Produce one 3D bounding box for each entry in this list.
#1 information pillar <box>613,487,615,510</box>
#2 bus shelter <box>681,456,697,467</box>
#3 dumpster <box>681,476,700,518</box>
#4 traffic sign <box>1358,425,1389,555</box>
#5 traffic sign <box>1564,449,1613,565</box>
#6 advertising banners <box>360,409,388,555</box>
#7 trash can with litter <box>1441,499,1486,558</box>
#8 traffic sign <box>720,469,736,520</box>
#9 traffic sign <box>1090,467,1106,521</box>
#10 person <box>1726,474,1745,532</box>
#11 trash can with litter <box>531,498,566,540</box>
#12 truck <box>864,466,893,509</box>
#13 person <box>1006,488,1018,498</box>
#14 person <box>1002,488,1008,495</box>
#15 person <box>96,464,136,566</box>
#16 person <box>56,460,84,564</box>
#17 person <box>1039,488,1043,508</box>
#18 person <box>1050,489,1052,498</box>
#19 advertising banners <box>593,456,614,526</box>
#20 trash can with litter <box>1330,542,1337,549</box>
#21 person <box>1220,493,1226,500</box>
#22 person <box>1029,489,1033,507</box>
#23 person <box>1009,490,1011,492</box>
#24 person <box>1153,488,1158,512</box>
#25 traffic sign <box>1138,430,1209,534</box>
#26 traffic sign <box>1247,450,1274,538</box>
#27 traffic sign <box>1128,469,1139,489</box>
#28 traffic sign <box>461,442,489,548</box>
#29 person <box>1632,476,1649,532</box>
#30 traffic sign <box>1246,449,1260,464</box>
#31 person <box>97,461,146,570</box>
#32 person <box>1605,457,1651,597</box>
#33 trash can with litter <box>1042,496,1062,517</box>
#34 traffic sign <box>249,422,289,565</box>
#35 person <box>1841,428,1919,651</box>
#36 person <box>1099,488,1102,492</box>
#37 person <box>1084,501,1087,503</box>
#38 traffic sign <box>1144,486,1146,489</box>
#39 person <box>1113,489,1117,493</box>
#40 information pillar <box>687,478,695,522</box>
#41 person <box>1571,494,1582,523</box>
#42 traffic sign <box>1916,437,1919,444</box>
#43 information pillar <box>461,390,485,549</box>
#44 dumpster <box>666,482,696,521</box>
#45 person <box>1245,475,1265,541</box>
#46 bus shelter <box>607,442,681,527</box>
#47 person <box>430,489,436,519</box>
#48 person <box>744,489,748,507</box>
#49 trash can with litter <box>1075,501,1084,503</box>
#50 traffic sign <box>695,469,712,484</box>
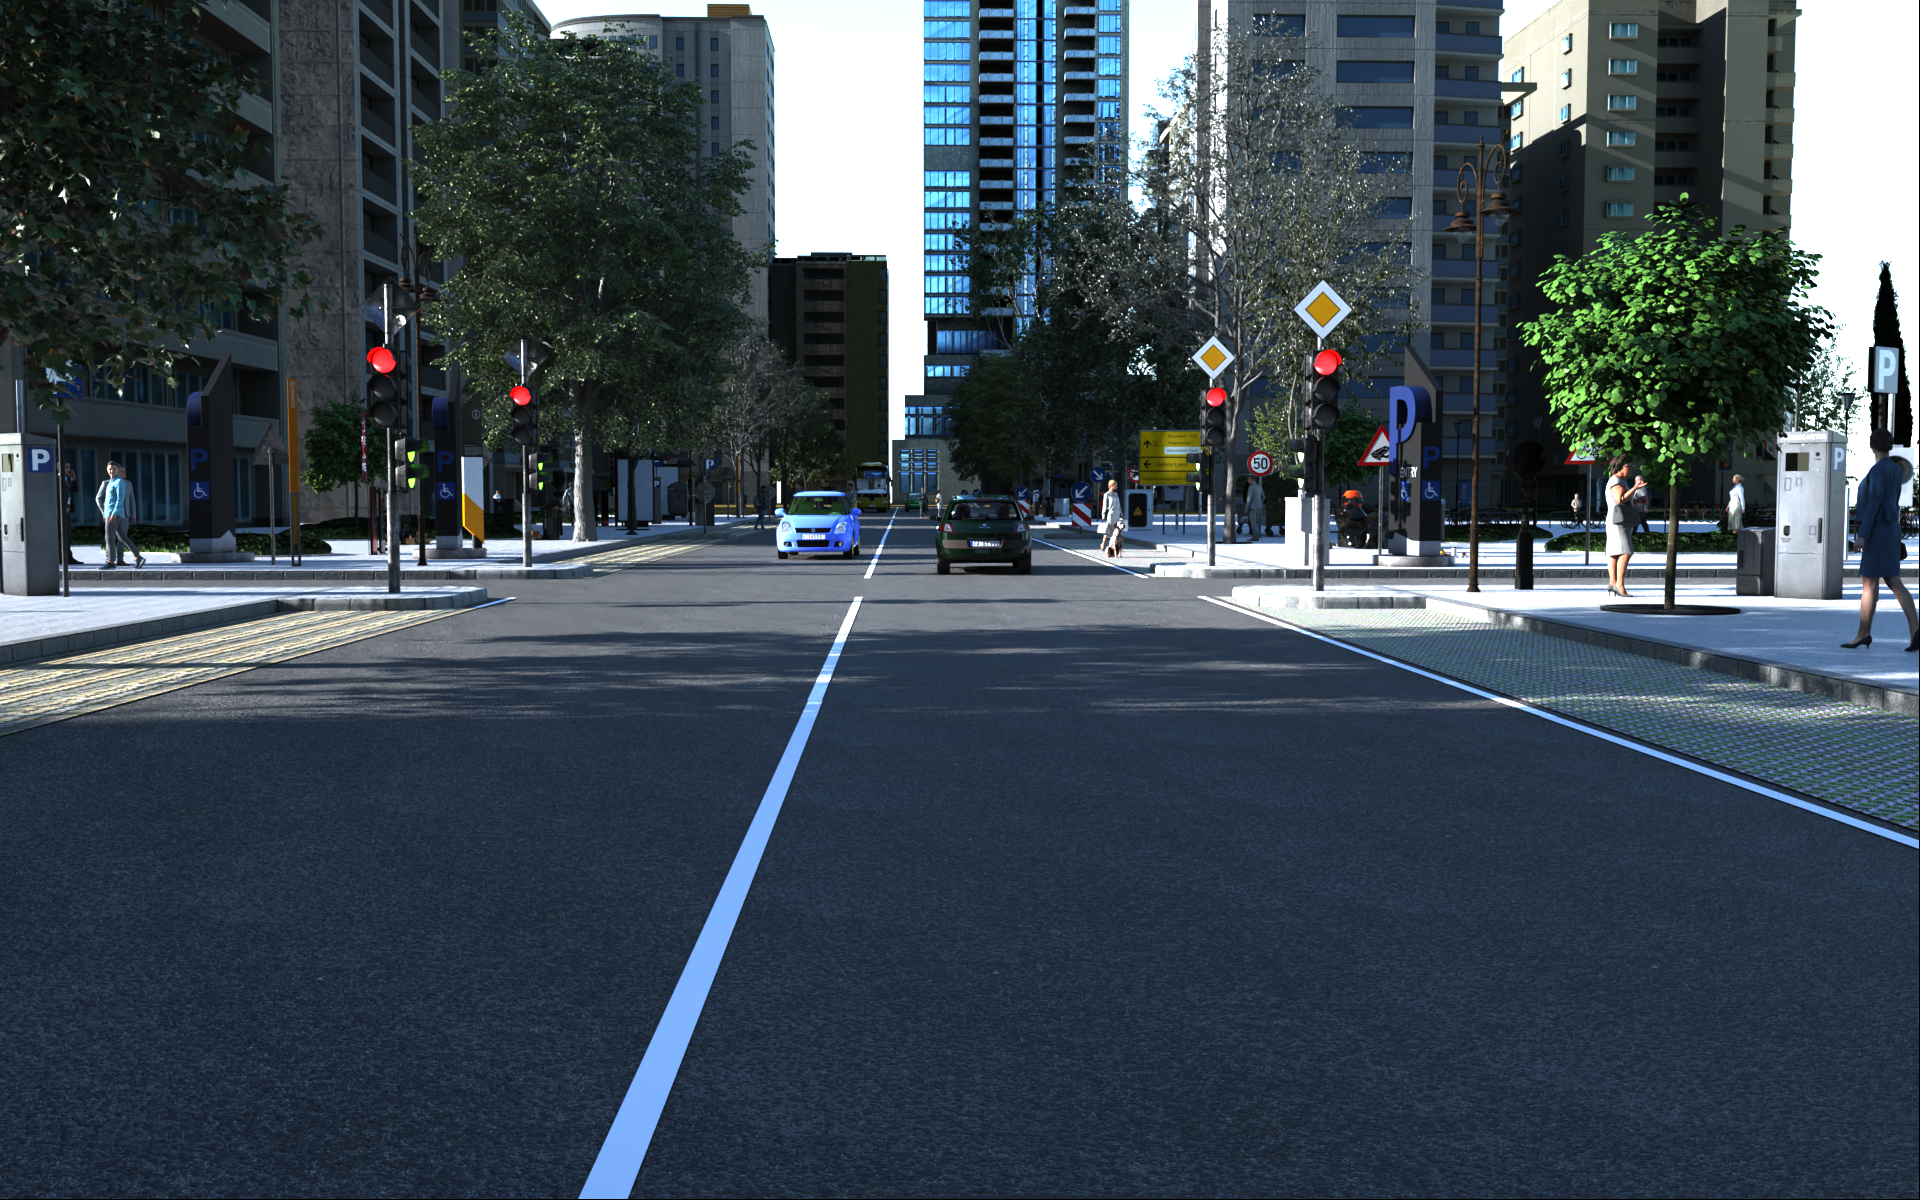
[{"bbox_3d":[-16.150,-5.536,81.863,0.504,3.616,0.183,-2,4,-29],"label":"information pillar"},{"bbox_3d":[-14.667,-5.743,87.828,2.014,3.302,5.546,0,4,-2],"label":"bus shelter"},{"bbox_3d":[-14.429,-5.569,93.545,1.502,2.255,1.985,0,4,-2],"label":"dumpster"},{"bbox_3d":[7.891,-1.986,32.481,0.884,2.594,0.081,0,4,5],"label":"traffic sign"},{"bbox_3d":[11.274,-1.900,31.066,0.884,2.594,0.081,0,4,8],"label":"traffic sign"},{"bbox_3d":[-12.393,-2.471,36.581,0.090,3.025,2.074,0,4,-6],"label":"advertising banners"},{"bbox_3d":[10.020,-1.515,35.827,1.678,1.210,2.233,1,4,17],"label":"trash can with litter"},{"bbox_3d":[-11.561,-5.273,86.316,0.768,2.556,0.104,0,4,1],"label":"traffic sign"},{"bbox_3d":[6.468,-4.968,81.324,0.768,2.556,0.104,0,4,0],"label":"traffic sign"},{"bbox_3d":[20.588,-2.416,45.776,0.641,1.798,0.478,1,4,16],"label":"person"},{"bbox_3d":[-11.568,-2.255,48.264,0.624,1.170,1.055,3,5,43],"label":"trash can with litter"},{"bbox_3d":[-8.093,-10.946,168.728,2.967,4.110,18.799,0,4,-3],"label":"truck"},{"bbox_3d":[4.281,-8.469,144.653,1.348,1.807,0.705,2,4,24],"label":"person"},{"bbox_3d":[4.337,-9.473,160.887,1.348,1.831,0.705,3,5,40],"label":"person"},{"bbox_3d":[-15.008,-1.511,30.846,0.391,1.810,0.635,2,4,32],"label":"person"},{"bbox_3d":[-16.385,-1.613,31.784,0.474,1.900,0.648,-2,4,-30],"label":"person"},{"bbox_3d":[7.388,-9.412,159.795,0.709,1.838,0.599,3,4,36],"label":"person"},{"bbox_3d":[7.433,-8.386,143.830,0.721,1.739,1.217,-1,4,-16],"label":"person"},{"bbox_3d":[-14.225,-4.468,69.241,0.090,3.025,2.074,1,4,21],"label":"advertising banners"},{"bbox_3d":[8.229,-1.780,40.497,1.055,1.170,0.624,-1,4,-9],"label":"trash can with litter"},{"bbox_3d":[16.861,-6.222,107.865,1.348,1.812,0.705,1,4,22],"label":"person"},{"bbox_3d":[6.992,-9.771,166.515,1.217,1.736,0.721,-1,4,-13],"label":"person"},{"bbox_3d":[4.559,-9.126,156.718,0.415,1.643,0.593,0,4,0],"label":"person"},{"bbox_3d":[13.805,-7.117,123.196,0.721,1.735,1.217,0,4,-6],"label":"person"},{"bbox_3d":[6.783,-3.729,54.835,2.265,3.308,0.079,0,4,1],"label":"traffic sign"},{"bbox_3d":[8.756,-3.086,50.558,0.768,2.556,0.104,0,4,3],"label":"traffic sign"},{"bbox_3d":[7.820,-4.691,76.806,0.768,2.556,0.104,0,4,-1],"label":"traffic sign"},{"bbox_3d":[-11.153,-2.421,39.689,0.768,2.556,0.104,0,4,7],"label":"traffic sign"},{"bbox_3d":[18.247,-2.460,46.662,0.834,1.777,0.661,0,4,-3],"label":"person"},{"bbox_3d":[8.809,-3.126,50.842,0.795,2.593,0.064,0,4,7],"label":"traffic sign"},{"bbox_3d":[-14.267,-1.438,29.416,0.748,1.841,0.638,-1,4,-22],"label":"person"},{"bbox_3d":[8.329,-0.931,21.620,0.532,1.782,0.716,2,4,23],"label":"person"},{"bbox_3d":[5.142,-5.211,96.580,1.055,1.170,0.624,-3,5,-40],"label":"trash can with litter"},{"bbox_3d":[-12.447,-1.916,31.330,0.884,2.594,0.081,0,4,7],"label":"traffic sign"},{"bbox_3d":[7.582,-0.497,14.191,0.581,1.822,0.654,-2,4,-23],"label":"person"},{"bbox_3d":[11.539,-8.204,140.692,0.721,1.766,1.217,0,4,-3],"label":"person"},{"bbox_3d":[11.558,-9.431,160.971,0.721,1.736,1.217,-2,4,-29],"label":"person"},{"bbox_3d":[8.347,-4.772,78.134,0.768,2.556,0.104,0,4,6],"label":"traffic sign"},{"bbox_3d":[10.003,-6.409,110.859,1.348,1.821,0.705,-3,5,-41],"label":"person"},{"bbox_3d":[-12.465,-4.635,80.276,0.304,2.012,0.304,0,4,5],"label":"information pillar"},{"bbox_3d":[26.930,-3.994,75.612,0.475,1.303,0.640,-1,4,-21],"label":"person"},{"bbox_3d":[10.661,-1.134,18.538,0.884,2.594,0.081,0,4,3],"label":"traffic sign"},{"bbox_3d":[-10.924,-2.905,38.856,0.504,3.616,0.183,-3,5,-43],"label":"information pillar"},{"bbox_3d":[-13.414,-4.742,83.290,1.264,1.857,1.865,0,4,-2],"label":"dumpster"},{"bbox_3d":[8.033,-2.517,47.292,0.391,1.810,0.635,3,4,36],"label":"person"},{"bbox_3d":[-12.693,-4.624,69.523,2.014,3.302,5.546,0,4,-2],"label":"bus shelter"},{"bbox_3d":[-20.481,-3.760,67.866,0.623,1.781,0.721,2,4,25],"label":"person"},{"bbox_3d":[-20.624,-9.782,166.710,0.721,1.736,1.217,0,4,6],"label":"person"},{"bbox_3d":[7.259,-5.597,102.901,0.624,1.170,1.055,-1,4,-18],"label":"trash can with litter"},{"bbox_3d":[-13.087,-5.402,88.334,0.884,2.594,0.081,0,4,5],"label":"traffic sign"}]
